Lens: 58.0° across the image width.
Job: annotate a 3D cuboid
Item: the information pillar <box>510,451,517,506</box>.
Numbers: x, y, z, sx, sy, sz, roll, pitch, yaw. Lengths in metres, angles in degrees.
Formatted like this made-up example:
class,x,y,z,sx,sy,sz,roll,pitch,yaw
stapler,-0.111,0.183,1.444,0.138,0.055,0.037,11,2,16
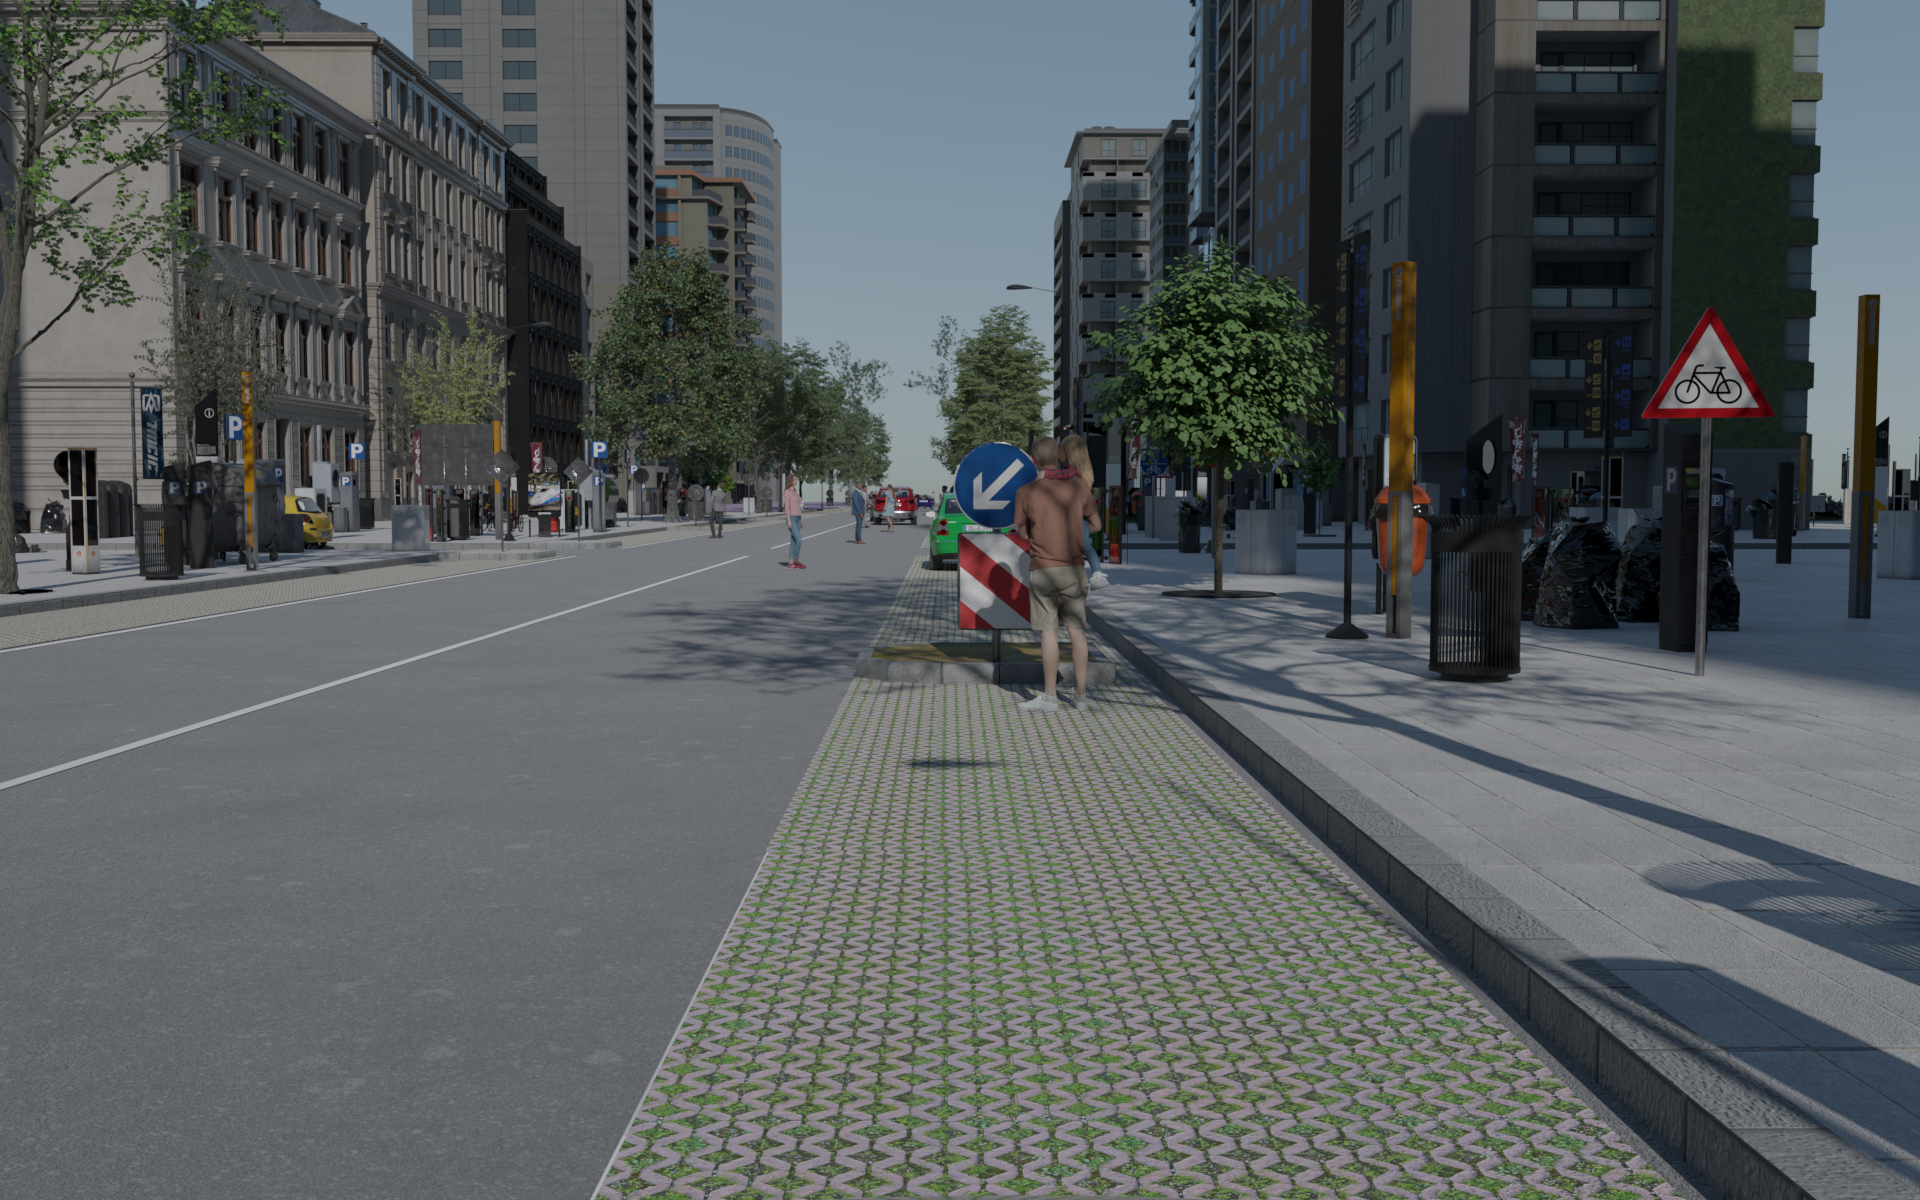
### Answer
class,x,y,z,sx,sy,sz,roll,pitch,yaw
information pillar,-22.336,-5.802,86.219,0.504,3.616,0.183,-1,4,-13

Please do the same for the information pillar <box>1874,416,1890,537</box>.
class,x,y,z,sx,sy,sz,roll,pitch,yaw
information pillar,27.644,-3.714,52.071,0.504,3.616,0.183,2,4,33

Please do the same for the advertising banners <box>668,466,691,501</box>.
class,x,y,z,sx,sy,sz,roll,pitch,yaw
advertising banners,-16.258,-6.449,101.623,2.074,3.025,0.090,-3,5,-42

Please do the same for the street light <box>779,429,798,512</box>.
class,x,y,z,sx,sy,sz,roll,pitch,yaw
street light,-12.163,-9.193,122.843,1.470,5.913,1.316,0,4,0

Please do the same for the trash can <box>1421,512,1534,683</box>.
class,x,y,z,sx,sy,sz,roll,pitch,yaw
trash can,3.555,-0.018,11.941,0.748,1.137,0.748,0,3,0

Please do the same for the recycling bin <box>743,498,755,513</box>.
class,x,y,z,sx,sy,sz,roll,pitch,yaw
recycling bin,-14.000,-6.273,115.117,0.722,1.027,0.722,0,4,-1

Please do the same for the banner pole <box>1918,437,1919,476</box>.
class,x,y,z,sx,sy,sz,roll,pitch,yaw
banner pole,41.630,-5.193,74.922,0.401,3.779,0.863,0,4,-3

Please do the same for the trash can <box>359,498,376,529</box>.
class,x,y,z,sx,sy,sz,roll,pitch,yaw
trash can,-21.644,-3.146,63.088,0.748,1.137,0.748,0,3,0

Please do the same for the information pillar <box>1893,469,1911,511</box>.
class,x,y,z,sx,sy,sz,roll,pitch,yaw
information pillar,27.419,-2.810,50.429,0.304,2.012,0.304,-2,4,-25

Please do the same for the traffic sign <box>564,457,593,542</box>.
class,x,y,z,sx,sy,sz,roll,pitch,yaw
traffic sign,-10.234,-2.620,46.479,0.795,2.450,0.064,0,4,0

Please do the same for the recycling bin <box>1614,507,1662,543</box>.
class,x,y,z,sx,sy,sz,roll,pitch,yaw
recycling bin,11.945,-1.076,30.146,0.722,1.027,0.722,0,4,-5

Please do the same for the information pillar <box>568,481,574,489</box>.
class,x,y,z,sx,sy,sz,roll,pitch,yaw
information pillar,-21.819,-5.669,97.176,0.304,2.012,0.304,0,4,-3

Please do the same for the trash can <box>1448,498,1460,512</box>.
class,x,y,z,sx,sy,sz,roll,pitch,yaw
trash can,17.297,-2.960,60.046,0.748,1.137,0.748,0,3,0

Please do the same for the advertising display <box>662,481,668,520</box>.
class,x,y,z,sx,sy,sz,roll,pitch,yaw
advertising display,-14.379,-4.896,85.255,0.123,1.923,0.974,1,4,18

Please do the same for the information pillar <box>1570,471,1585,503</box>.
class,x,y,z,sx,sy,sz,roll,pitch,yaw
information pillar,19.901,-3.142,55.867,0.304,2.012,0.304,-2,4,-27

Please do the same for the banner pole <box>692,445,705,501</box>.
class,x,y,z,sx,sy,sz,roll,pitch,yaw
banner pole,-13.374,-6.017,88.388,0.863,3.779,0.401,1,4,13

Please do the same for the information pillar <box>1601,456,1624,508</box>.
class,x,y,z,sx,sy,sz,roll,pitch,yaw
information pillar,12.779,-1.803,33.964,0.304,2.012,0.304,0,4,-6

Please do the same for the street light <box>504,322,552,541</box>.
class,x,y,z,sx,sy,sz,roll,pitch,yaw
street light,-11.719,-4.550,46.933,1.470,5.913,1.316,0,4,0

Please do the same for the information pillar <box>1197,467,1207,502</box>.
class,x,y,z,sx,sy,sz,roll,pitch,yaw
information pillar,11.915,-5.738,85.168,0.504,3.616,0.183,-1,4,-10

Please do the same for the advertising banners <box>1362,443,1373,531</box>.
class,x,y,z,sx,sy,sz,roll,pitch,yaw
advertising banners,14.323,-3.950,60.762,0.090,3.025,2.074,2,4,26

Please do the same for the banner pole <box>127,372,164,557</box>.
class,x,y,z,sx,sy,sz,roll,pitch,yaw
banner pole,-16.833,-2.800,35.798,0.401,3.779,0.863,3,4,38

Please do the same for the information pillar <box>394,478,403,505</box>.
class,x,y,z,sx,sy,sz,roll,pitch,yaw
information pillar,-25.831,-4.599,79.687,0.304,2.012,0.304,-1,4,-10

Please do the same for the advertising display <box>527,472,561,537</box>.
class,x,y,z,sx,sy,sz,roll,pitch,yaw
advertising display,-12.298,-2.815,51.247,0.974,1.923,0.123,-1,4,-14

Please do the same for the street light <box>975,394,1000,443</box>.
class,x,y,z,sx,sy,sz,roll,pitch,yaw
street light,1.413,-6.617,80.733,1.470,5.913,1.316,0,4,0

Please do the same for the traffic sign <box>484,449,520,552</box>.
class,x,y,z,sx,sy,sz,roll,pitch,yaw
traffic sign,-10.180,-2.132,38.494,0.795,2.450,0.064,0,4,0

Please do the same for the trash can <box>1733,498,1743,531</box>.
class,x,y,z,sx,sy,sz,roll,pitch,yaw
trash can,26.783,-2.966,60.150,0.748,1.137,0.748,0,3,0

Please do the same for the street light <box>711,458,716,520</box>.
class,x,y,z,sx,sy,sz,roll,pitch,yaw
street light,-11.946,-7.015,87.239,1.470,5.913,1.316,0,4,0

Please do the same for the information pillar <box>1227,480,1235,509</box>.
class,x,y,z,sx,sy,sz,roll,pitch,yaw
information pillar,14.248,-5.293,91.033,0.304,2.012,0.304,-1,4,-22

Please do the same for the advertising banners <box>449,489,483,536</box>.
class,x,y,z,sx,sy,sz,roll,pitch,yaw
advertising banners,-15.383,-3.489,53.238,2.074,3.025,0.090,3,4,37

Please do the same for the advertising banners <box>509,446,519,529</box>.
class,x,y,z,sx,sy,sz,roll,pitch,yaw
advertising banners,-16.421,-4.126,63.650,0.090,3.025,2.074,0,4,-5

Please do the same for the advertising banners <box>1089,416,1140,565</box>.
class,x,y,z,sx,sy,sz,roll,pitch,yaw
advertising banners,2.834,-2.168,31.643,0.090,3.025,2.074,-1,4,-21

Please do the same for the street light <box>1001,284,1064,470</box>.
class,x,y,z,sx,sy,sz,roll,pitch,yaw
street light,1.724,-4.034,38.504,1.470,5.913,1.316,0,4,0

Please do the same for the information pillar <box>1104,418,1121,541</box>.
class,x,y,z,sx,sy,sz,roll,pitch,yaw
information pillar,4.209,-3.442,47.626,0.504,3.616,0.183,-3,4,-38

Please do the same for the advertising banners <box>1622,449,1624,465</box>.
class,x,y,z,sx,sy,sz,roll,pitch,yaw
advertising banners,23.074,-3.926,60.377,0.090,3.025,2.074,1,4,22

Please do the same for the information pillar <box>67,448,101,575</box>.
class,x,y,z,sx,sy,sz,roll,pitch,yaw
information pillar,-13.969,-1.415,27.627,0.304,2.012,0.304,1,4,14

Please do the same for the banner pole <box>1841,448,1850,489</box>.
class,x,y,z,sx,sy,sz,roll,pitch,yaw
banner pole,48.018,-6.360,94.000,0.401,3.779,0.863,0,4,1

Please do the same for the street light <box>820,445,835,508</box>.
class,x,y,z,sx,sy,sz,roll,pitch,yaw
street light,-12.459,-11.658,163.147,1.470,5.913,1.316,0,4,0

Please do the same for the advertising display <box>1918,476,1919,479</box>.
class,x,y,z,sx,sy,sz,roll,pitch,yaw
advertising display,33.754,-3.368,60.276,0.974,1.923,0.123,-1,4,-13

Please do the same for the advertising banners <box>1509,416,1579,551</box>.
class,x,y,z,sx,sy,sz,roll,pitch,yaw
advertising banners,12.873,-2.576,38.308,0.090,3.025,2.074,-2,4,-27

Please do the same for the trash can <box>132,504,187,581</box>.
class,x,y,z,sx,sy,sz,roll,pitch,yaw
trash can,-11.919,-0.867,25.835,0.748,1.137,0.748,0,3,0

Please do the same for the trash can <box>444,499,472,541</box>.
class,x,y,z,sx,sy,sz,roll,pitch,yaw
trash can,-13.905,-2.223,47.997,0.748,1.137,0.748,0,3,0

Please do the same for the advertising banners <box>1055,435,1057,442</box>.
class,x,y,z,sx,sy,sz,roll,pitch,yaw
advertising banners,2.724,-3.334,50.691,0.090,3.025,2.074,1,4,10

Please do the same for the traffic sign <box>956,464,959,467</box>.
class,x,y,z,sx,sy,sz,roll,pitch,yaw
traffic sign,0.314,-2.135,38.544,0.795,2.450,0.064,0,4,0

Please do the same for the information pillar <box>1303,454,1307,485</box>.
class,x,y,z,sx,sy,sz,roll,pitch,yaw
information pillar,15.408,-5.259,77.339,0.183,3.616,0.504,0,4,-4

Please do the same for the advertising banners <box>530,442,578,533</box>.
class,x,y,z,sx,sy,sz,roll,pitch,yaw
advertising banners,-13.580,-3.773,57.874,2.074,3.025,0.090,2,4,31

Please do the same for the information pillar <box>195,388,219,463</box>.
class,x,y,z,sx,sy,sz,roll,pitch,yaw
information pillar,-16.620,-2.871,38.296,0.504,3.616,0.183,0,4,2

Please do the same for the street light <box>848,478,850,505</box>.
class,x,y,z,sx,sy,sz,roll,pitch,yaw
street light,-12.710,-14.288,206.143,1.470,5.913,1.316,0,4,0

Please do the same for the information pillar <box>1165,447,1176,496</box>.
class,x,y,z,sx,sy,sz,roll,pitch,yaw
information pillar,9.506,-5.307,78.122,0.504,3.616,0.183,2,4,25

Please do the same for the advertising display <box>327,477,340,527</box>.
class,x,y,z,sx,sy,sz,roll,pitch,yaw
advertising display,-23.762,-3.718,66.001,0.974,1.923,0.123,1,4,16

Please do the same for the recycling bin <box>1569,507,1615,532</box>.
class,x,y,z,sx,sy,sz,roll,pitch,yaw
recycling bin,12.089,-1.251,33.007,0.722,1.027,0.722,0,4,-4

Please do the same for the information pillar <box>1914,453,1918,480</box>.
class,x,y,z,sx,sy,sz,roll,pitch,yaw
information pillar,55.110,-6.638,99.888,0.183,3.616,0.504,3,4,36

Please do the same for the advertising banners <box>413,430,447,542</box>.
class,x,y,z,sx,sy,sz,roll,pitch,yaw
advertising banners,-14.309,-3.088,46.678,0.090,3.025,2.074,-3,4,-38

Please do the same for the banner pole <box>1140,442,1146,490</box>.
class,x,y,z,sx,sy,sz,roll,pitch,yaw
banner pole,8.807,-5.715,83.458,0.401,3.779,0.863,-1,4,-22

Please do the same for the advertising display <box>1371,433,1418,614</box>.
class,x,y,z,sx,sy,sz,roll,pitch,yaw
advertising display,4.713,-0.830,18.783,0.123,1.923,0.974,3,4,36

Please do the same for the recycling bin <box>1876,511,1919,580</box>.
class,x,y,z,sx,sy,sz,roll,pitch,yaw
recycling bin,14.453,-0.838,26.249,0.722,1.027,0.722,-1,4,-15

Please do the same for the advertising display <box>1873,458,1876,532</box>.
class,x,y,z,sx,sy,sz,roll,pitch,yaw
advertising display,16.254,-1.576,30.977,0.123,1.923,0.974,2,4,31
